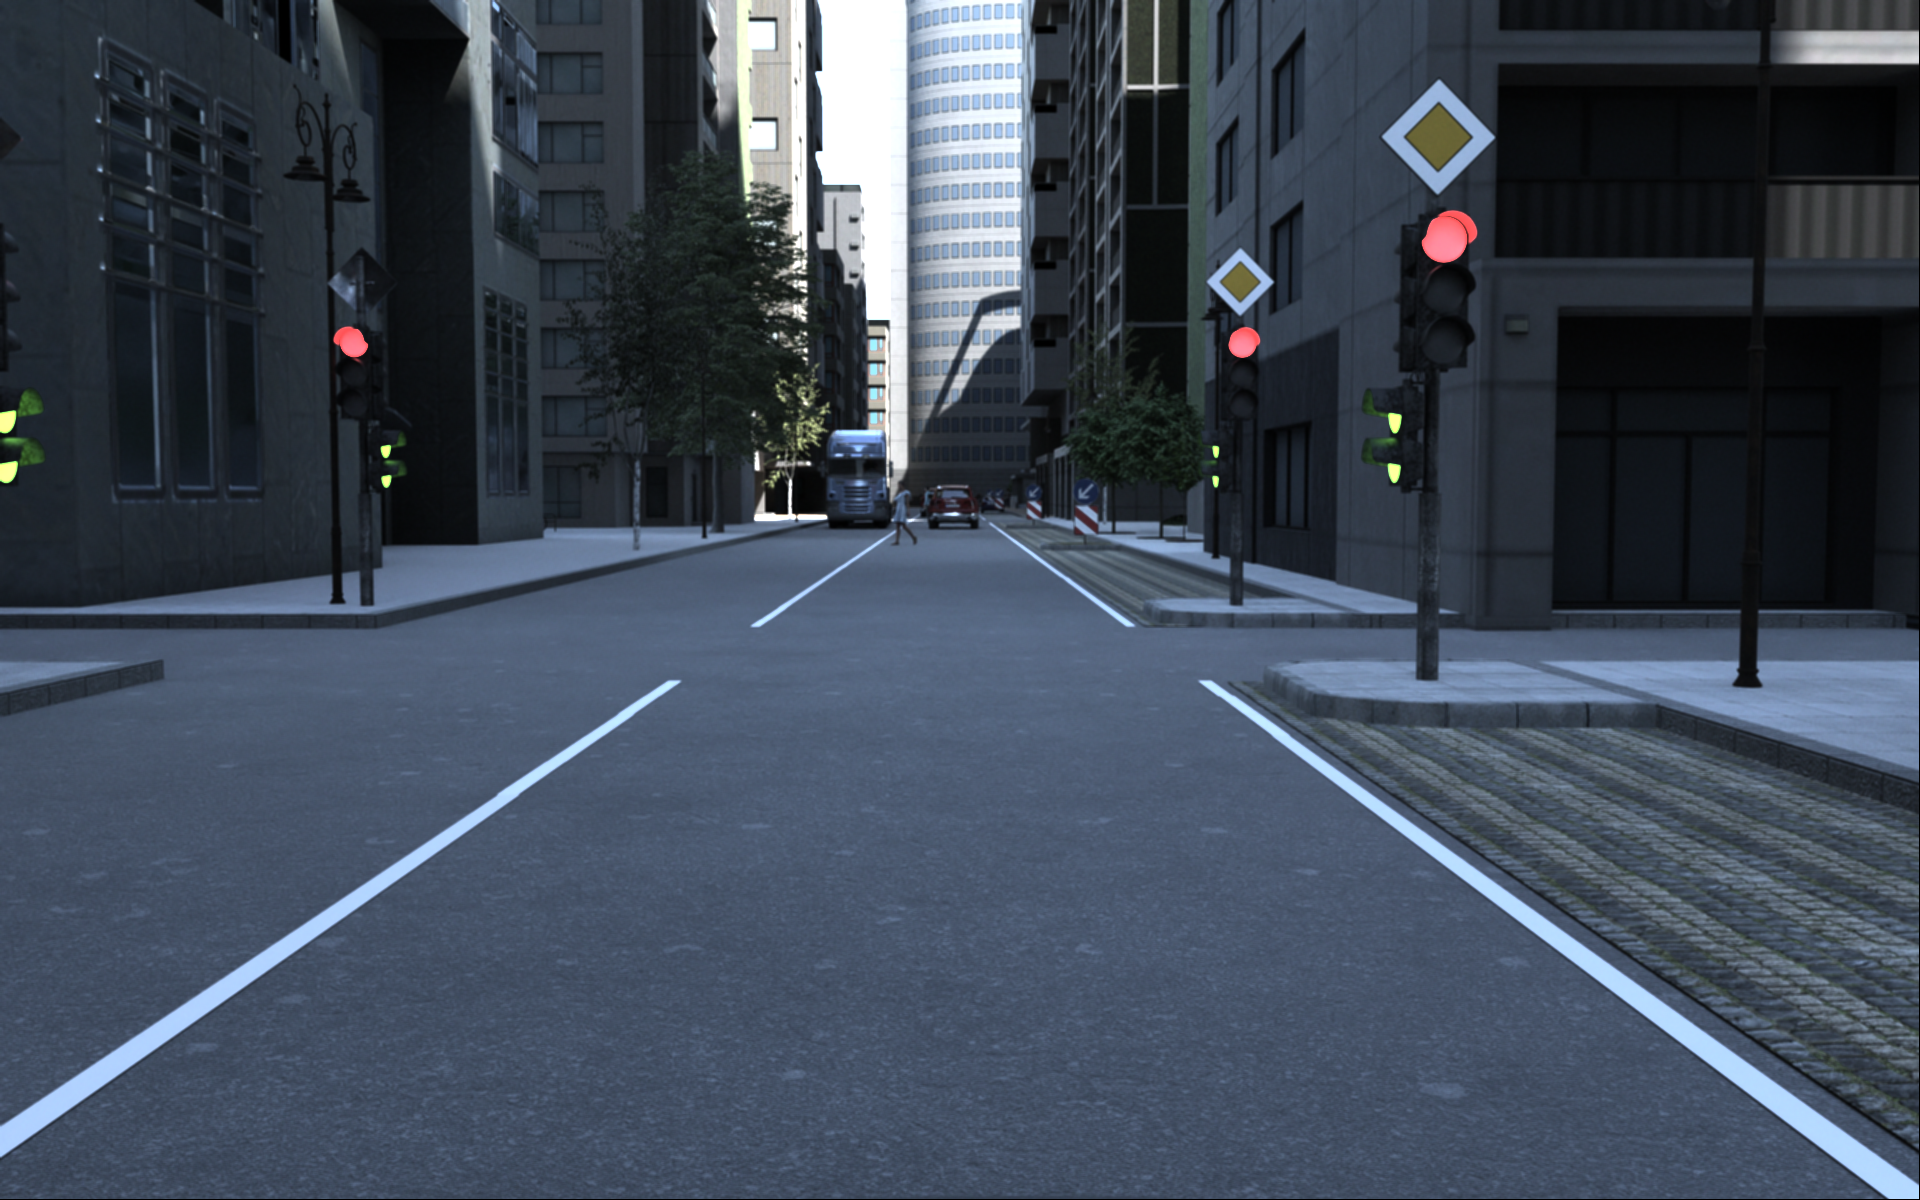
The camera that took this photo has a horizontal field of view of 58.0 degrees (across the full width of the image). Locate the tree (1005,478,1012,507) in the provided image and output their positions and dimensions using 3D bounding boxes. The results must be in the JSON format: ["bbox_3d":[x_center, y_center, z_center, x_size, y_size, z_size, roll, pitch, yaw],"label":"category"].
[{"bbox_3d":[5.277,-10.899,172.796,1.663,3.219,1.824,0,3,0],"label":"tree"}]

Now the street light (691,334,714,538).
[{"bbox_3d":[-7.423,-4.730,50.122,0.468,5.910,1.993,0,4,0],"label":"street light"}]

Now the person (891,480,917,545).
[{"bbox_3d":[-1.613,-2.447,48.608,0.778,1.811,0.616,-2,4,-28],"label":"person"}]

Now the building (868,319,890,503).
[{"bbox_3d":[-22.126,-21.226,192.086,28.899,21.520,27.650,0,4,0],"label":"building"}]

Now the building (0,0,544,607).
[{"bbox_3d":[-21.217,-44.017,32.357,22.319,86.520,31.000,0,4,0],"label":"building"}]

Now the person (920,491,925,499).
[{"bbox_3d":[-3.381,-9.483,164.259,0.721,1.735,1.217,3,5,39],"label":"person"}]

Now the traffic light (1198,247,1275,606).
[{"bbox_3d":[3.167,-1.892,19.853,0.839,4.253,0.868,0,4,0],"label":"traffic light"}]

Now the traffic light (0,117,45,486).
[{"bbox_3d":[-6.748,-1.399,11.795,0.839,4.253,0.868,0,4,0],"label":"traffic light"}]

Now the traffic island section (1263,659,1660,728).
[{"bbox_3d":[3.253,0.630,11.982,2.009,0.180,2.903,0,4,0],"label":"traffic island section"}]

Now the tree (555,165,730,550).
[{"bbox_3d":[-7.372,-5.456,39.565,4.360,8.622,3.978,0,3,0],"label":"tree"}]

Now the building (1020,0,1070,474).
[{"bbox_3d":[18.542,-33.159,131.389,28.713,52.752,27.495,0,4,0],"label":"building"}]

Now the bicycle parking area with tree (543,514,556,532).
[{"bbox_3d":[-17.379,-4.218,55.974,9.016,4.147,8.231,1,4,20],"label":"bicycle parking area with tree"}]

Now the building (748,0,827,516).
[{"bbox_3d":[-22.681,-31.716,107.789,28.713,52.752,27.495,0,4,0],"label":"building"}]

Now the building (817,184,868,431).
[{"bbox_3d":[-15.762,-23.963,163.497,14.107,30.474,14.160,0,4,0],"label":"building"}]

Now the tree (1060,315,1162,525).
[{"bbox_3d":[6.295,-7.455,72.251,4.737,8.622,4.395,0,3,0],"label":"tree"}]

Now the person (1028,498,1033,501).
[{"bbox_3d":[4.533,-6.326,110.032,0.434,1.755,0.990,-1,4,-11],"label":"person"}]

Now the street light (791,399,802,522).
[{"bbox_3d":[-7.549,-6.549,79.857,0.468,5.910,1.993,0,4,0],"label":"street light"}]

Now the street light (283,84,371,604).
[{"bbox_3d":[-7.297,-2.896,20.131,0.468,5.910,1.993,0,4,0],"label":"street light"}]

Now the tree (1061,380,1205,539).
[{"bbox_3d":[5.781,-4.055,50.010,4.285,4.588,4.351,0,3,0],"label":"tree"}]

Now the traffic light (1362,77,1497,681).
[{"bbox_3d":[3.213,-1.403,11.868,0.839,4.253,0.868,0,4,0],"label":"traffic light"}]

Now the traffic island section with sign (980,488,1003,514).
[{"bbox_3d":[2.634,-6.936,122.026,1.989,1.847,2.006,0,4,0],"label":"traffic island section with sign"}]

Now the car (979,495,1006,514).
[{"bbox_3d":[2.369,-6.987,126.815,1.945,1.354,3.894,0,4,1],"label":"car"}]

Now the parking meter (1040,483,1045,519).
[{"bbox_3d":[4.294,-5.188,90.536,0.255,1.863,0.399,0,4,5],"label":"parking meter"}]

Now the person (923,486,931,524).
[{"bbox_3d":[-1.469,-4.533,82.628,0.620,1.820,0.660,1,4,22],"label":"person"}]

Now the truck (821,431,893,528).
[{"bbox_3d":[-4.440,-5.471,79.201,2.967,4.110,18.799,0,4,-1],"label":"truck"}]

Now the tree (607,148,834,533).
[{"bbox_3d":[-8.053,-8.543,57.800,7.486,12.596,7.792,0,3,0],"label":"tree"}]

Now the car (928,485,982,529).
[{"bbox_3d":[-0.239,-3.911,72.612,2.281,1.827,5.304,0,4,1],"label":"car"}]

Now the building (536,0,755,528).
[{"bbox_3d":[-16.288,-23.662,70.468,14.154,41.232,14.086,0,4,0],"label":"building"}]

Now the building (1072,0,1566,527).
[{"bbox_3d":[15.456,-39.461,83.436,20.563,71.187,20.611,0,4,0],"label":"building"}]

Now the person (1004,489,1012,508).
[{"bbox_3d":[4.395,-9.239,157.631,0.617,1.759,0.750,2,4,29],"label":"person"}]

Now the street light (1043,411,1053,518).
[{"bbox_3d":[4.789,-7.436,94.363,0.468,5.910,1.993,0,4,0],"label":"street light"}]

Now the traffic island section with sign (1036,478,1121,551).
[{"bbox_3d":[3.072,-2.198,44.565,1.989,1.847,2.006,0,4,0],"label":"traffic island section with sign"}]

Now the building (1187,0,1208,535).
[{"bbox_3d":[14.686,-22.963,59.045,14.154,41.232,14.086,0,4,0],"label":"building"}]

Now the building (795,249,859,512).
[{"bbox_3d":[-22.601,-17.850,136.887,27.650,21.520,28.899,0,4,0],"label":"building"}]

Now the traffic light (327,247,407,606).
[{"bbox_3d":[-6.794,-1.887,19.780,0.839,4.253,0.868,0,4,0],"label":"traffic light"}]

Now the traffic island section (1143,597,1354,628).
[{"bbox_3d":[3.207,0.142,19.967,2.009,0.180,2.903,0,4,0],"label":"traffic island section"}]

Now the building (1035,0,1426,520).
[{"bbox_3d":[15.444,-40.854,106.214,20.563,71.187,20.611,0,4,0],"label":"building"}]

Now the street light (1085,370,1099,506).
[{"bbox_3d":[4.911,-5.615,64.595,0.468,5.910,1.993,0,4,0],"label":"street light"}]

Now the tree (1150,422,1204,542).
[{"bbox_3d":[5.914,-3.182,46.633,1.663,3.219,1.824,0,3,0],"label":"tree"}]

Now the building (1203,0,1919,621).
[{"bbox_3d":[15.644,-35.961,26.209,20.611,71.187,20.563,0,4,0],"label":"building"}]

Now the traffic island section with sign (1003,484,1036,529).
[{"bbox_3d":[2.920,-3.860,71.737,1.989,1.847,2.006,0,4,0],"label":"traffic island section with sign"}]

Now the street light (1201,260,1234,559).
[{"bbox_3d":[5.097,-3.765,34.346,0.468,5.910,1.993,0,4,0],"label":"street light"}]

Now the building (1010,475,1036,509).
[{"bbox_3d":[20.966,-28.519,158.166,32.217,40.220,23.993,0,4,0],"label":"building"}]

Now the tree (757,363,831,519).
[{"bbox_3d":[-8.878,-8.582,90.683,4.737,8.622,4.395,0,3,0],"label":"tree"}]

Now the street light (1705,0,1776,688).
[{"bbox_3d":[5.253,-2.360,11.375,0.468,5.910,1.993,0,4,0],"label":"street light"}]

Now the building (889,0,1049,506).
[{"bbox_3d":[6.467,-39.537,188.436,28.212,58.520,21.231,0,4,0],"label":"building"}]

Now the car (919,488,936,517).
[{"bbox_3d":[-1.442,-6.132,108.927,2.281,1.827,5.304,0,3,0],"label":"car"}]
